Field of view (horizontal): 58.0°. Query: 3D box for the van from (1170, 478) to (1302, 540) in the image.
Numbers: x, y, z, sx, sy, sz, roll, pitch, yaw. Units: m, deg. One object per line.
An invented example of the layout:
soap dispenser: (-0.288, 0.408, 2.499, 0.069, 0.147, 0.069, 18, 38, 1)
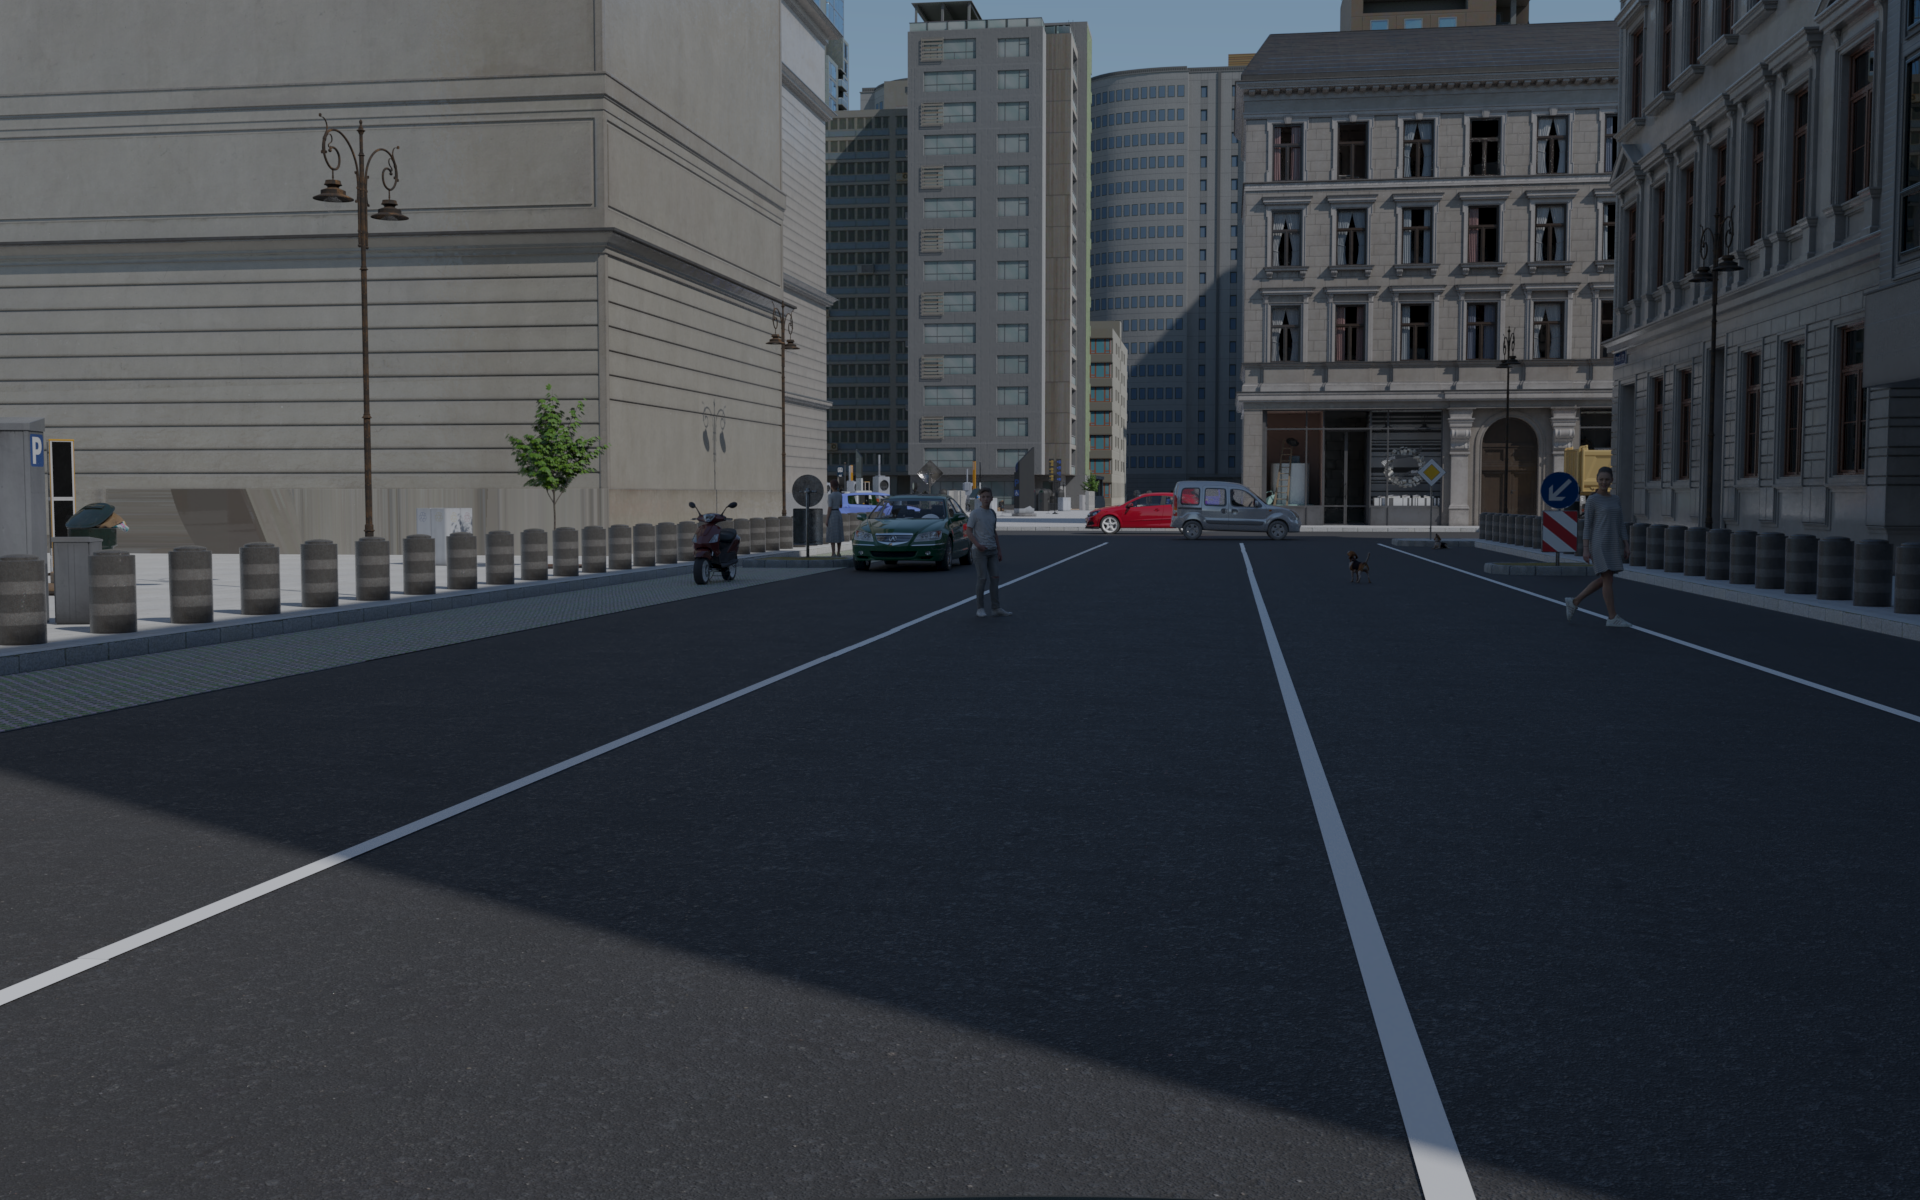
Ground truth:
van: (8.702, -2.916, 54.693, 4.112, 2.044, 2.013, 0, 4, 8)

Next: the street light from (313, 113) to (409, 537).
street light: (-7.398, -2.983, 21.557, 0.468, 5.910, 1.993, 1, 4, 9)

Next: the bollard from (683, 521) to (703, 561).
bollard: (-5.226, -1.130, 33.192, 0.404, 0.777, 0.398, 0, 3, 0)

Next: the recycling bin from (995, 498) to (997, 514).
recycling bin: (1.872, -5.944, 109.734, 0.722, 1.027, 0.722, 2, 4, 35)

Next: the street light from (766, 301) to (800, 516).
street light: (-4.227, -4.203, 41.510, 0.468, 5.910, 1.993, 1, 4, 9)

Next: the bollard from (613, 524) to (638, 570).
bollard: (-5.793, -0.905, 29.508, 0.404, 0.777, 0.398, 0, 3, 0)

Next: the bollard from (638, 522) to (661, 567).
bollard: (-5.604, -0.979, 30.727, 0.404, 0.777, 0.398, 0, 3, 0)

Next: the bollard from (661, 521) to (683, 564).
bollard: (-5.416, -1.054, 31.950, 0.404, 0.777, 0.398, 0, 3, 0)

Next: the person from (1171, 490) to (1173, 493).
person: (17.315, -8.116, 141.900, 1.217, 1.736, 0.721, -1, 4, -11)

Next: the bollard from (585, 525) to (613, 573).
bollard: (-5.980, -0.830, 28.290, 0.404, 0.777, 0.398, 0, 3, 0)

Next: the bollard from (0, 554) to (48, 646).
bollard: (-8.045, -0.006, 14.820, 0.404, 0.777, 0.398, 0, 3, 0)

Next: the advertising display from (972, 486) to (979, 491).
advertising display: (1.211, -7.758, 132.063, 0.123, 1.923, 0.974, -2, 4, -34)

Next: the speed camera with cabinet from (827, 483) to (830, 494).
speed camera with cabinet: (-10.776, -8.530, 133.798, 0.660, 3.252, 2.038, 2, 4, 28)

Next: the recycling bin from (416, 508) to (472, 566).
recycling bin: (-9.322, -1.149, 31.339, 0.722, 1.027, 0.722, 2, 4, 24)

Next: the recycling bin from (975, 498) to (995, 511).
recycling bin: (1.246, -4.872, 92.211, 0.722, 1.027, 0.722, -2, 4, -28)

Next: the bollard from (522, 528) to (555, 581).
bollard: (-6.354, -0.681, 25.849, 0.404, 0.777, 0.398, 0, 3, 0)

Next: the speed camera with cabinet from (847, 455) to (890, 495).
speed camera with cabinet: (-4.516, -5.660, 86.876, 2.038, 3.252, 0.660, -3, 4, -37)

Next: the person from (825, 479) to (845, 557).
person: (-2.768, -1.744, 37.576, 0.524, 1.755, 0.480, 3, 5, 39)

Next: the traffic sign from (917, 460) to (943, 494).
traffic sign: (-0.881, -2.878, 50.694, 0.795, 2.450, 0.064, 1, 4, 9)

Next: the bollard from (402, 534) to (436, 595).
bollard: (-6.919, -0.455, 22.162, 0.404, 0.777, 0.398, 0, 3, 0)

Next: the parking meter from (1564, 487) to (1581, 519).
parking meter: (14.864, -2.059, 42.079, 0.372, 1.533, 0.369, 0, 3, 0)

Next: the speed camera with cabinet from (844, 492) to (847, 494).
speed camera with cabinet: (-7.728, -7.694, 120.133, 0.660, 3.252, 2.038, 1, 4, 17)

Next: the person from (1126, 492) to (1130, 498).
person: (21.472, -13.160, 224.459, 1.217, 1.735, 0.721, -1, 4, -23)

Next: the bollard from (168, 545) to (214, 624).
bollard: (-7.667, -0.156, 17.268, 0.404, 0.777, 0.398, 0, 3, 0)

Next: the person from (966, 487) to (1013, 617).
person: (0.324, -0.562, 20.279, 0.523, 1.515, 0.503, 1, 4, 19)

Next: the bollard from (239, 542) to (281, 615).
bollard: (-7.479, -0.232, 18.505, 0.404, 0.777, 0.398, 0, 3, 0)

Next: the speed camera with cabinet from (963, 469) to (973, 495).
speed camera with cabinet: (1.276, -8.643, 135.652, 2.038, 3.252, 0.660, 1, 4, 20)

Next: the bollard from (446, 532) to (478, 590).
bollard: (-6.726, -0.530, 23.386, 0.404, 0.777, 0.398, 0, 3, 0)

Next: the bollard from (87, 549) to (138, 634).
bollard: (-7.853, -0.081, 16.049, 0.404, 0.777, 0.398, 0, 3, 0)

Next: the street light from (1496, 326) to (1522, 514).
street light: (15.109, -4.590, 47.829, 0.468, 5.910, 1.993, 1, 4, 9)

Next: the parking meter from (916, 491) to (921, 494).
parking meter: (-3.150, -7.521, 131.374, 0.372, 1.533, 0.369, 0, 3, 0)

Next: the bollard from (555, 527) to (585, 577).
bollard: (-6.163, -0.755, 27.067, 0.404, 0.777, 0.398, 0, 3, 0)

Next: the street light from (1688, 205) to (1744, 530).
street light: (12.191, -3.381, 28.064, 0.468, 5.910, 1.993, 1, 4, 9)

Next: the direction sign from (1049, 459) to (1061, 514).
direction sign: (6.078, -7.268, 110.829, 0.876, 3.537, 0.379, -2, 4, -24)

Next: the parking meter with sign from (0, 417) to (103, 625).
parking meter with sign: (-9.402, -1.268, 16.994, 1.738, 3.016, 0.543, 0, 4, -7)

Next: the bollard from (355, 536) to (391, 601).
bollard: (-7.103, -0.381, 20.942, 0.404, 0.777, 0.398, 0, 3, 0)

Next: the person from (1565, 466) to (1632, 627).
person: (6.953, -0.587, 18.847, 0.760, 1.731, 0.466, 3, 4, 38)

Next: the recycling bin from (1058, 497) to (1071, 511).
recycling bin: (7.799, -7.156, 129.548, 0.722, 1.027, 0.722, -2, 4, -32)

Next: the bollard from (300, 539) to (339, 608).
bollard: (-7.294, -0.306, 19.724, 0.404, 0.777, 0.398, 0, 3, 0)

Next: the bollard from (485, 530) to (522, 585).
bollard: (-6.543, -0.606, 24.626, 0.404, 0.777, 0.398, 0, 3, 0)

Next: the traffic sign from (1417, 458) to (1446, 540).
traffic sign: (13.197, -2.745, 48.525, 0.795, 2.450, 0.064, 1, 4, 9)
